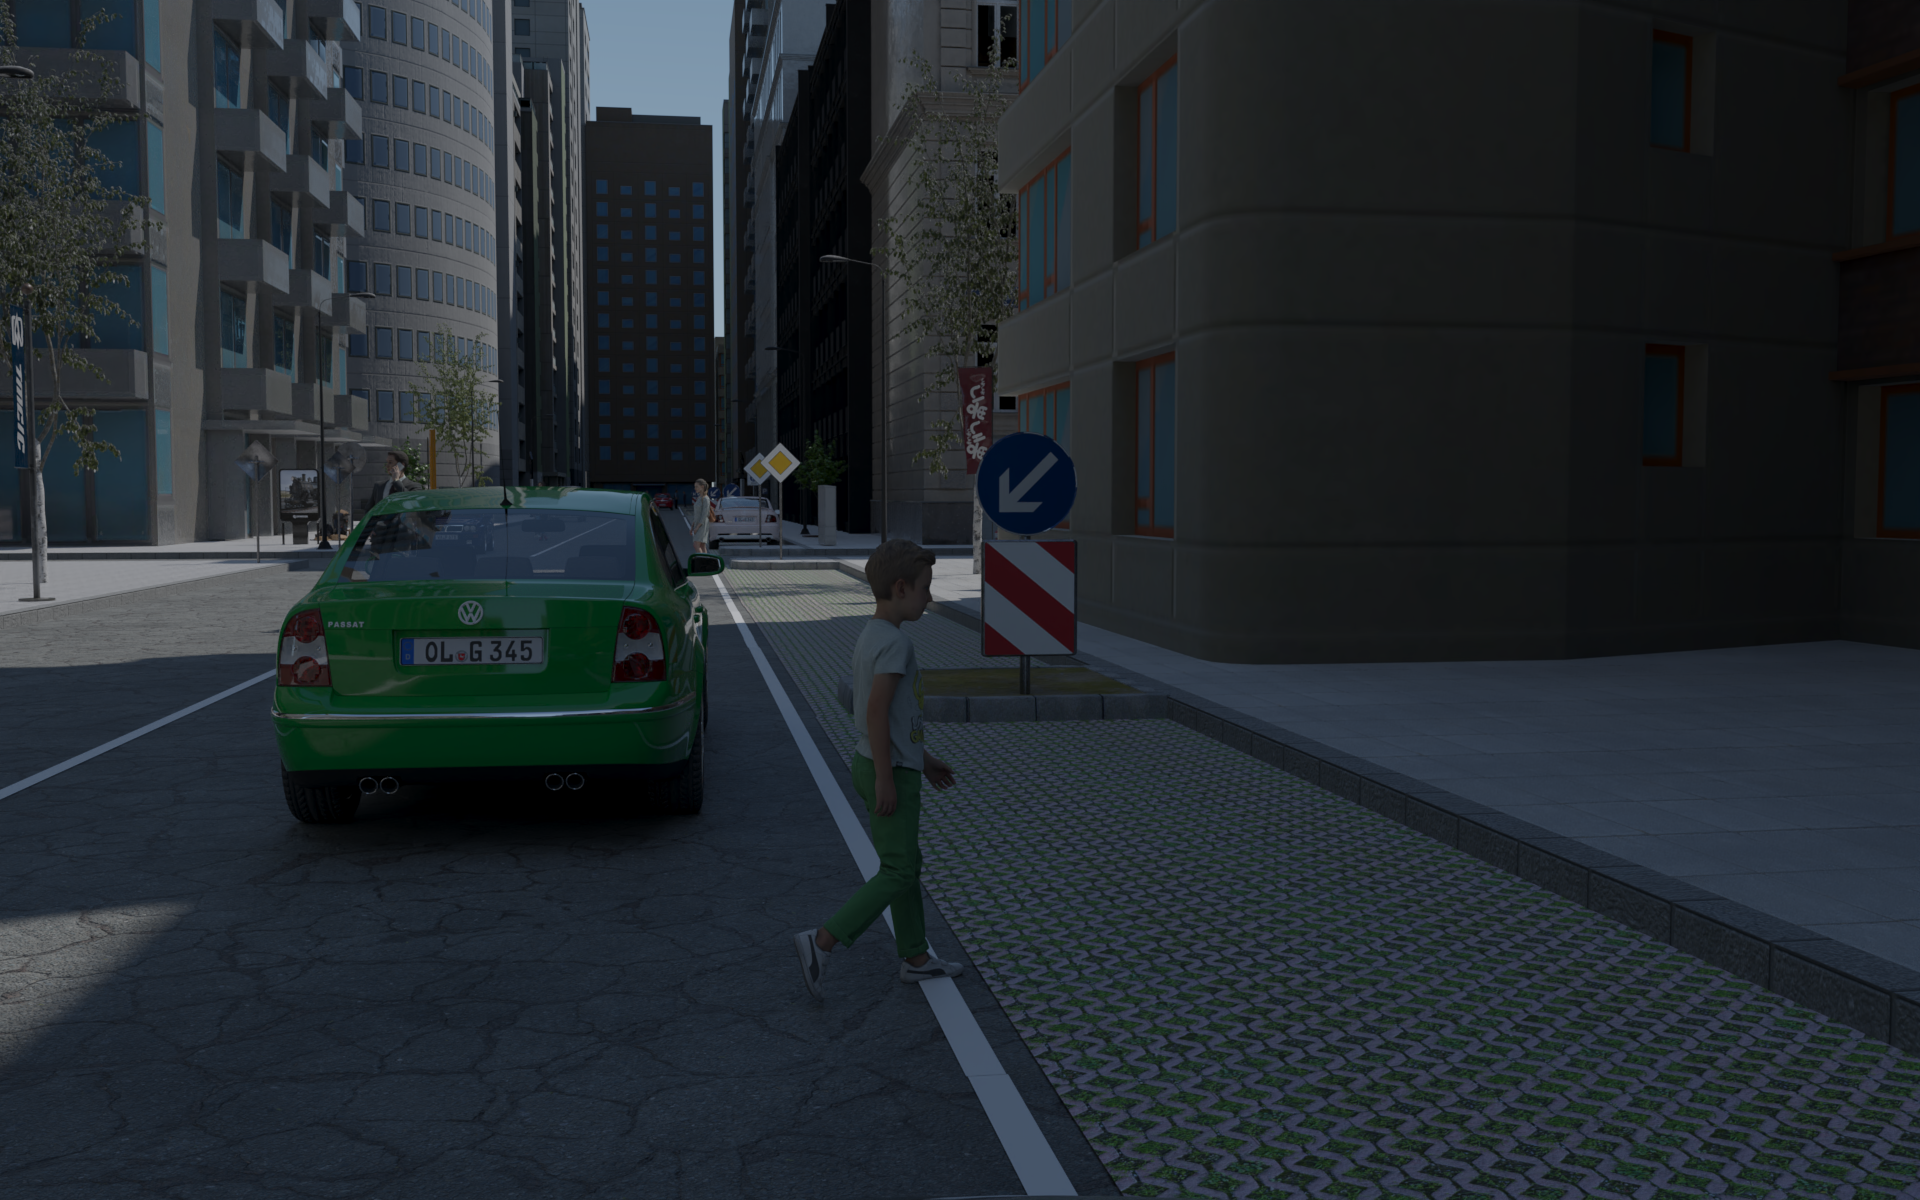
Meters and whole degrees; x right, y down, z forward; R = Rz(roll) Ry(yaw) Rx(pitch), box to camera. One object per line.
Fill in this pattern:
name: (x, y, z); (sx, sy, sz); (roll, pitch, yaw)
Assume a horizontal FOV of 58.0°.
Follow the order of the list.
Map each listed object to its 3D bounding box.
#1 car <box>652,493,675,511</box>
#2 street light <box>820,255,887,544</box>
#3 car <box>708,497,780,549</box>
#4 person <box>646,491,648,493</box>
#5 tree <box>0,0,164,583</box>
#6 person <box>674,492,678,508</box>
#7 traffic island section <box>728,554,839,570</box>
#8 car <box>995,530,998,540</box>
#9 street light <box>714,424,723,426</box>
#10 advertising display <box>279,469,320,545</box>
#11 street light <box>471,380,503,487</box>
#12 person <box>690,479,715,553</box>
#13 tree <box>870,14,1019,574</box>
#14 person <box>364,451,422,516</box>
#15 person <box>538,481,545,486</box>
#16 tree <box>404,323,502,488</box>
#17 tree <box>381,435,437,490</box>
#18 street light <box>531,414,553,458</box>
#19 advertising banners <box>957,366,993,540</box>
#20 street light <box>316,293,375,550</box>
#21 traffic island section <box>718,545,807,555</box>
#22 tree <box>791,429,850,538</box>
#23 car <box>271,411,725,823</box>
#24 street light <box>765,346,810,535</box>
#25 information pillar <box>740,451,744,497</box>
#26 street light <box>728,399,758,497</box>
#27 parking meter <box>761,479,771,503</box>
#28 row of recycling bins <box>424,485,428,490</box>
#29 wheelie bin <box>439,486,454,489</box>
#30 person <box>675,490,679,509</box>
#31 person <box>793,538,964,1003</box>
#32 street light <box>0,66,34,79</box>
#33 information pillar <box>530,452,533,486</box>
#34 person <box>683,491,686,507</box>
car: (-26.114, -8.759, 152.255); (2.155, 1.783, 4.494); (-1, 4, -8)
street light: (-2.033, -3.757, 33.964); (1.470, 5.913, 1.316); (-1, 4, -9)
car: (-5.764, -2.065, 46.123); (2.083, 1.381, 4.827); (0, 4, -8)
person: (-26.096, -8.245, 144.244); (0.436, 1.711, 0.756); (0, 4, 7)
tree: (-13.266, -4.533, 24.474); (4.360, 8.622, 3.978); (0, 3, 0)
person: (-29.042, -10.258, 177.136); (0.541, 1.710, 0.530); (-2, 4, -27)
traffic island section: (-3.477, -0.708, 33.851); (2.009, 0.180, 2.903); (-1, 4, -9)
car: (3.017, -1.894, 39.999); (4.494, 1.783, 2.155); (-1, 4, -9)
street light: (-15.678, -8.736, 115.367); (1.470, 5.913, 1.316); (-1, 4, -9)
advertising display: (-16.797, -2.377, 44.071); (0.974, 1.923, 0.123); (0, 4, -7)
street light: (-19.239, -5.984, 70.376); (1.470, 5.913, 1.316); (-1, 4, -9)
person: (-4.631, -1.317, 31.029); (0.522, 1.701, 0.512); (-2, 4, -30)
tree: (0.414, -4.731, 27.711); (4.360, 8.622, 3.978); (0, 3, 0)
person: (-6.175, -0.668, 18.786); (0.648, 1.900, 0.474); (0, 4, -8)
person: (-12.903, -2.743, 53.353); (0.555, 1.821, 0.388); (0, 4, -4)
tree: (-21.440, -7.558, 73.929); (4.737, 8.622, 4.395); (0, 3, 0)
tree: (-18.038, -3.814, 56.958); (1.663, 3.219, 1.824); (0, 3, 0)
street light: (-24.404, -7.861, 101.072); (1.470, 5.913, 1.316); (-1, 4, -9)
advertising banners: (0.919, -1.670, 23.489); (2.074, 3.025, 0.090); (2, 4, 23)
street light: (-14.191, -4.129, 40.050); (1.470, 5.913, 1.316); (-1, 4, -9)
traffic island section: (-4.787, -1.189, 41.728); (2.009, 0.180, 2.903); (-1, 4, -9)
tree: (-4.330, -3.482, 51.529); (1.663, 3.219, 1.824); (0, 3, 0)
car: (-2.211, -0.013, 9.003); (1.959, 1.807, 4.718); (0, 4, -8)
street light: (-5.453, -5.026, 54.722); (1.470, 5.913, 1.316); (-1, 4, -9)
information pillar: (-11.933, -6.332, 94.875); (0.183, 3.616, 0.504); (1, 4, 10)
street light: (-10.543, -6.893, 85.247); (1.470, 5.913, 1.316); (-1, 4, -9)
parking meter: (-7.687, -3.829, 68.309); (0.399, 1.863, 0.255); (0, 4, 7)
row of recycling bins: (-24.620, -4.302, 77.458); (1.069, 1.692, 3.534); (-3, 5, -44)
wheelie bin: (-21.264, -3.898, 71.641); (0.980, 1.594, 0.693); (-3, 4, -39)
person: (-27.074, -9.610, 165.605); (0.705, 1.826, 1.348); (0, 4, -1)
person: (-0.233, 0.476, 4.973); (0.590, 1.304, 0.306); (-2, 4, -34)
street light: (-10.757, -2.834, 18.880); (1.470, 5.913, 1.316); (-1, 4, -9)
information pillar: (-23.690, -6.387, 95.775); (0.183, 3.616, 0.504); (-2, 4, -24)
person: (-28.016, -10.201, 176.210); (0.530, 1.710, 0.541); (1, 4, 18)
